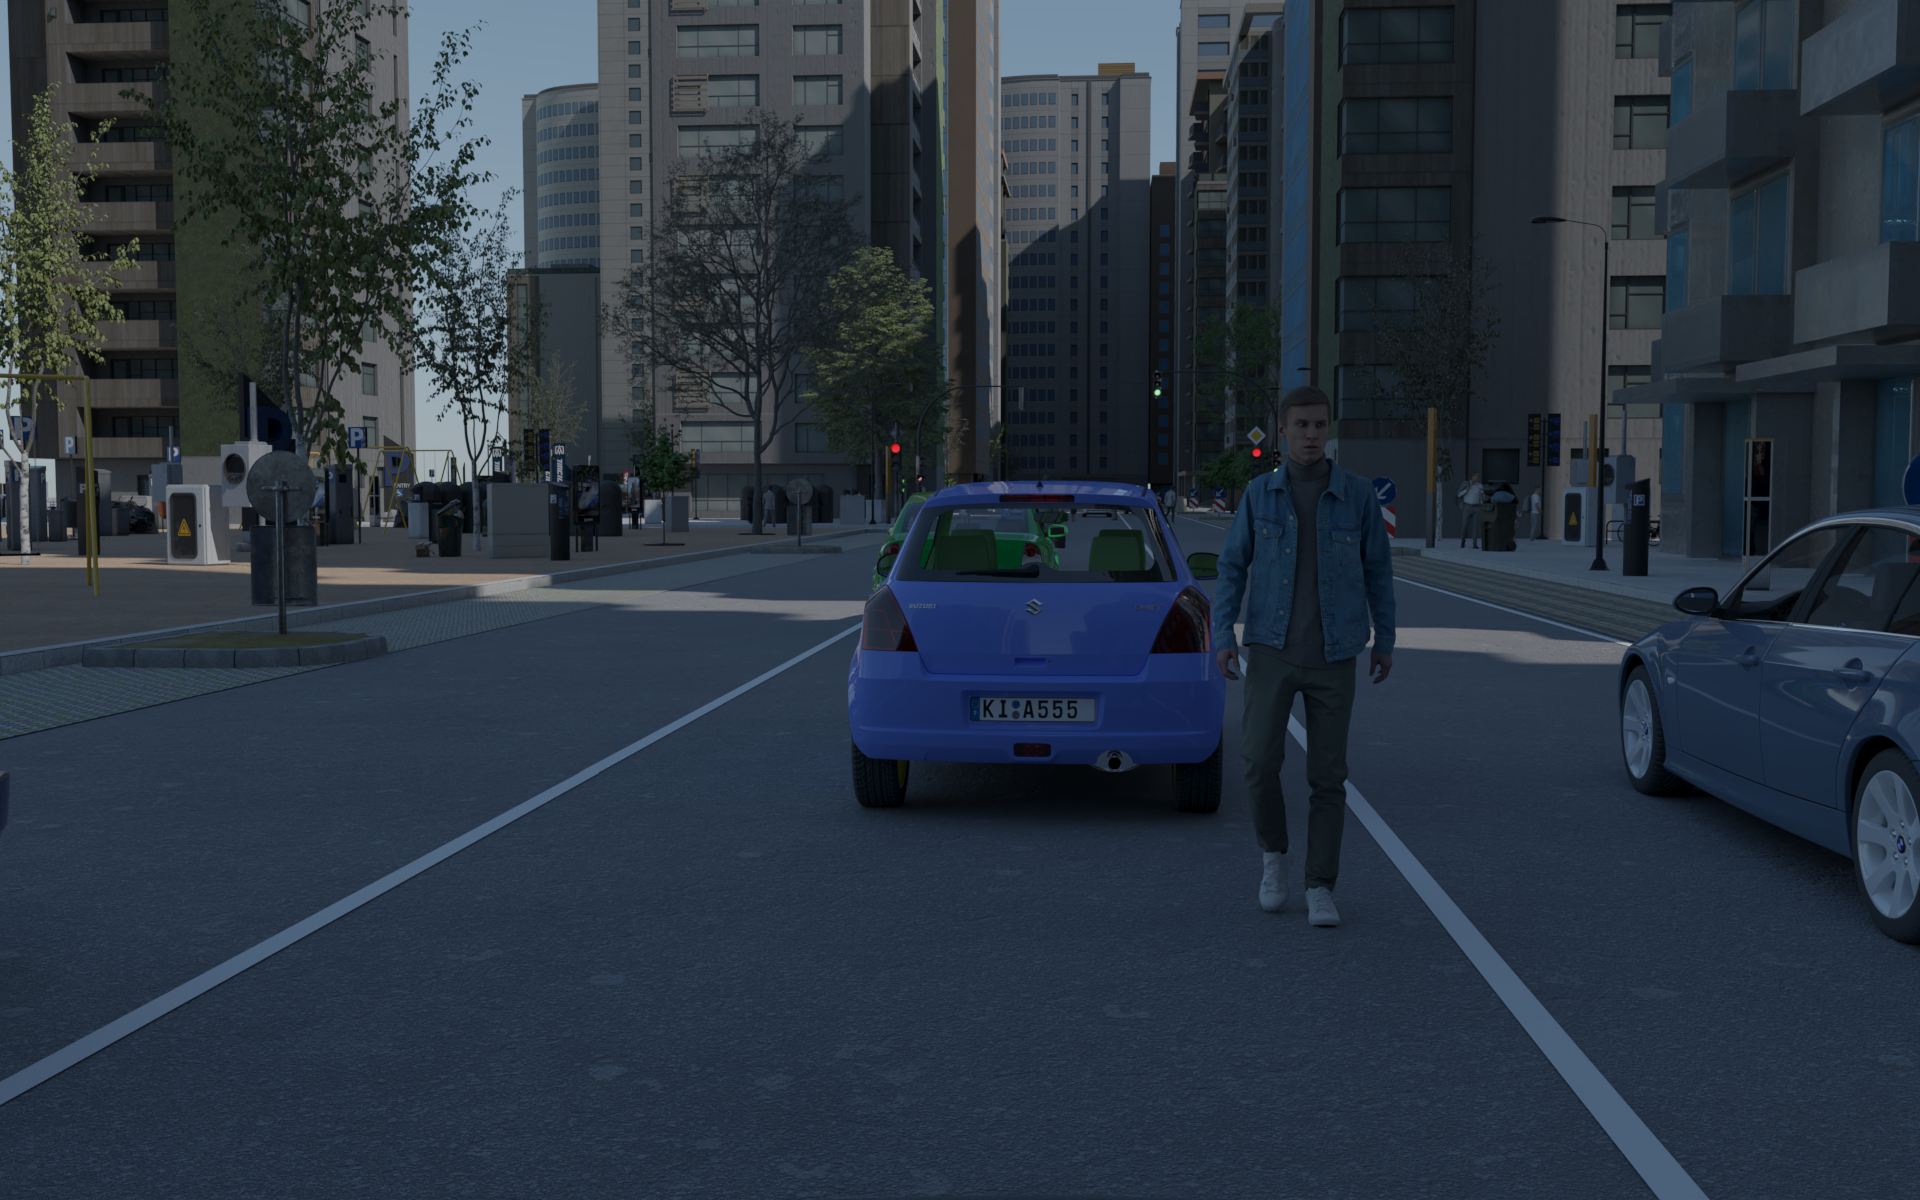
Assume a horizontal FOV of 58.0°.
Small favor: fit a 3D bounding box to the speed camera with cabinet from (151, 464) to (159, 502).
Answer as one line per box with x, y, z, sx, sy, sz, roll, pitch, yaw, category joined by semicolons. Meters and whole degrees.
-23.026;-3.487;51.348;0.660;3.252;2.038;1;4;14;speed camera with cabinet

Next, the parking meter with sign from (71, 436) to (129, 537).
-26.194;-3.448;52.628;0.543;3.016;1.738;2;4;31;parking meter with sign

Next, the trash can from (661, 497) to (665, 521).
-13.200;-4.087;78.478;0.748;1.137;0.748;0;3;0;trash can

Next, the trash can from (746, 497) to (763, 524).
-8.722;-3.798;73.749;0.748;1.137;0.748;0;3;0;trash can

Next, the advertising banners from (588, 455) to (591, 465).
-17.102;-5.087;79.360;0.090;3.025;2.074;-1;4;-23;advertising banners

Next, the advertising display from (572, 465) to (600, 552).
-8.299;-2.035;38.487;0.123;1.923;0.974;1;4;18;advertising display

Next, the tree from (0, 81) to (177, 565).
-17.035;-4.954;31.364;4.737;8.622;4.395;0;3;0;tree

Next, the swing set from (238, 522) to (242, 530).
-24.438;-4.032;63.548;2.862;2.851;3.119;1;4;12;swing set

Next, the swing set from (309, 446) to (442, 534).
-19.391;-3.646;57.235;3.119;2.851;2.862;1;4;15;swing set

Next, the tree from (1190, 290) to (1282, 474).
15.870;-10.023;89.633;9.928;11.665;9.643;0;3;0;tree

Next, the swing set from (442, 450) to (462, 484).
-19.341;-3.894;61.294;3.119;2.851;2.862;1;4;17;swing set

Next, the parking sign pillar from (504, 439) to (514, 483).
-22.273;-5.935;85.508;1.447;3.967;1.447;-1;4;-13;parking sign pillar

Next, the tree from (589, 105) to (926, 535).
-6.258;-8.795;54.160;12.009;13.543;11.850;0;3;0;tree

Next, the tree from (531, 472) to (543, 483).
-30.100;-7.975;124.992;1.663;3.219;1.824;0;3;0;tree

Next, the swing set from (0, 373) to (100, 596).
-12.897;-1.507;22.263;3.119;2.851;2.862;-2;4;-28;swing set

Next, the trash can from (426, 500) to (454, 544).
-13.439;-2.028;44.816;0.748;1.137;0.748;0;3;0;trash can

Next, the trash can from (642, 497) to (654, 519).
-16.137;-4.755;89.392;0.748;1.137;0.748;0;3;0;trash can

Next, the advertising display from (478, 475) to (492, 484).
-16.073;-3.313;59.383;0.974;1.923;0.123;-1;4;-16;advertising display

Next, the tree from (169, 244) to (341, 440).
-19.862;-6.065;49.526;4.360;8.622;3.978;0;3;0;tree

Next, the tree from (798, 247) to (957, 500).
-4.150;-9.911;80.166;7.486;12.596;7.792;0;3;0;tree

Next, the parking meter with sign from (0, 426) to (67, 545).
-24.976;-3.075;46.532;1.738;3.016;0.543;0;4;-3;parking meter with sign

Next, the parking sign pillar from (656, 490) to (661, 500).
-18.392;-7.218;106.490;1.447;3.967;1.447;-2;4;-25;parking sign pillar

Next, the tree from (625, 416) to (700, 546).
-7.347;-2.964;43.062;1.663;3.219;1.824;0;3;0;tree

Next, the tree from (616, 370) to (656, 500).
-18.054;-9.269;101.911;4.360;8.622;3.978;0;3;0;tree

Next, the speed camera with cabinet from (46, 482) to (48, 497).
-65.452;-7.825;122.276;2.038;3.252;0.660;1;4;13;speed camera with cabinet

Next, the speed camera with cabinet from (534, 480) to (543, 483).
-28.860;-7.444;116.044;2.038;3.252;0.660;-1;4;-16;speed camera with cabinet

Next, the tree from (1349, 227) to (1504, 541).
12.859;-5.913;47.037;4.360;8.622;3.978;0;3;0;tree

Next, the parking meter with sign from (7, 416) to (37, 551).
-21.373;-2.634;39.327;0.543;3.016;1.738;-3;4;-37;parking meter with sign

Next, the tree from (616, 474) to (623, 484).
-25.342;-8.388;131.743;1.663;3.219;1.824;0;3;0;tree

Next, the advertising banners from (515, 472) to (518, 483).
-37.790;-9.218;146.900;2.074;3.025;0.090;1;4;12;advertising banners

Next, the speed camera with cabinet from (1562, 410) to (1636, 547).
15.350;-2.894;41.659;0.660;3.252;2.038;-1;4;-16;speed camera with cabinet

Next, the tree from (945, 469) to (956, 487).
-1.054;-7.073;110.245;1.663;3.219;1.824;0;3;0;tree

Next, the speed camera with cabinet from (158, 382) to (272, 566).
-13.233;-2.236;30.892;2.038;3.252;0.660;2;4;24;speed camera with cabinet

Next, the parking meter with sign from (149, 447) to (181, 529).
-29.155;-4.086;63.061;0.543;3.016;1.738;1;4;15;parking meter with sign

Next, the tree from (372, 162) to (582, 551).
-10.860;-5.395;38.570;4.360;8.622;3.978;0;3;0;tree

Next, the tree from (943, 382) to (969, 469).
-1.429;-10.011;114.043;4.360;8.622;3.978;0;3;0;tree

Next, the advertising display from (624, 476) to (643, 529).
-11.828;-3.536;63.030;0.123;1.923;0.974;-3;4;-38;advertising display

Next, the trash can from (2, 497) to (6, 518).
-52.190;-5.091;94.896;0.748;1.137;0.748;0;3;0;trash can

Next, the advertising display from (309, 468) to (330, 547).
-15.750;-2.279;42.470;0.974;1.923;0.123;3;5;42;advertising display

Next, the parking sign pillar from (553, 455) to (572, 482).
-25.632;-7.504;111.156;1.447;3.967;1.447;3;4;36;parking sign pillar

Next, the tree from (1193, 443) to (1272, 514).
18.031;-8.011;114.689;4.285;4.588;4.351;0;3;0;tree

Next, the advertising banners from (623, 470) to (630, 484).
-24.844;-7.884;125.090;2.074;3.025;0.090;0;4;1;advertising banners

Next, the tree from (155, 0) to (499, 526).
-7.993;-4.354;21.548;4.737;8.622;4.395;0;3;0;tree

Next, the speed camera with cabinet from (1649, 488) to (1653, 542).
17.664;-3.215;46.909;2.038;3.252;0.660;2;4;27;speed camera with cabinet

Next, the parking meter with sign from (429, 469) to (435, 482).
-36.454;-7.688;121.967;1.738;3.016;0.543;1;4;16;parking meter with sign

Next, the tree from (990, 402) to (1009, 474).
1.593;-11.349;135.923;4.737;8.622;4.395;0;3;0;tree

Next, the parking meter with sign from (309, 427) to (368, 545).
-15.891;-2.931;44.191;0.543;3.016;1.738;1;4;20;parking meter with sign

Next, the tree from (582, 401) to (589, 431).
-21.137;-8.462;88.715;4.360;8.622;3.978;0;3;0;tree

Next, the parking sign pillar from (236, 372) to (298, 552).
-15.537;-3.086;38.928;1.447;3.967;1.447;1;4;21;parking sign pillar

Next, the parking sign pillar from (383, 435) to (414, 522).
-25.536;-5.526;78.815;1.447;3.967;1.447;-1;4;-10;parking sign pillar

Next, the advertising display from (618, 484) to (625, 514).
-21.484;-6.446;110.610;0.974;1.923;0.123;2;4;35;advertising display
